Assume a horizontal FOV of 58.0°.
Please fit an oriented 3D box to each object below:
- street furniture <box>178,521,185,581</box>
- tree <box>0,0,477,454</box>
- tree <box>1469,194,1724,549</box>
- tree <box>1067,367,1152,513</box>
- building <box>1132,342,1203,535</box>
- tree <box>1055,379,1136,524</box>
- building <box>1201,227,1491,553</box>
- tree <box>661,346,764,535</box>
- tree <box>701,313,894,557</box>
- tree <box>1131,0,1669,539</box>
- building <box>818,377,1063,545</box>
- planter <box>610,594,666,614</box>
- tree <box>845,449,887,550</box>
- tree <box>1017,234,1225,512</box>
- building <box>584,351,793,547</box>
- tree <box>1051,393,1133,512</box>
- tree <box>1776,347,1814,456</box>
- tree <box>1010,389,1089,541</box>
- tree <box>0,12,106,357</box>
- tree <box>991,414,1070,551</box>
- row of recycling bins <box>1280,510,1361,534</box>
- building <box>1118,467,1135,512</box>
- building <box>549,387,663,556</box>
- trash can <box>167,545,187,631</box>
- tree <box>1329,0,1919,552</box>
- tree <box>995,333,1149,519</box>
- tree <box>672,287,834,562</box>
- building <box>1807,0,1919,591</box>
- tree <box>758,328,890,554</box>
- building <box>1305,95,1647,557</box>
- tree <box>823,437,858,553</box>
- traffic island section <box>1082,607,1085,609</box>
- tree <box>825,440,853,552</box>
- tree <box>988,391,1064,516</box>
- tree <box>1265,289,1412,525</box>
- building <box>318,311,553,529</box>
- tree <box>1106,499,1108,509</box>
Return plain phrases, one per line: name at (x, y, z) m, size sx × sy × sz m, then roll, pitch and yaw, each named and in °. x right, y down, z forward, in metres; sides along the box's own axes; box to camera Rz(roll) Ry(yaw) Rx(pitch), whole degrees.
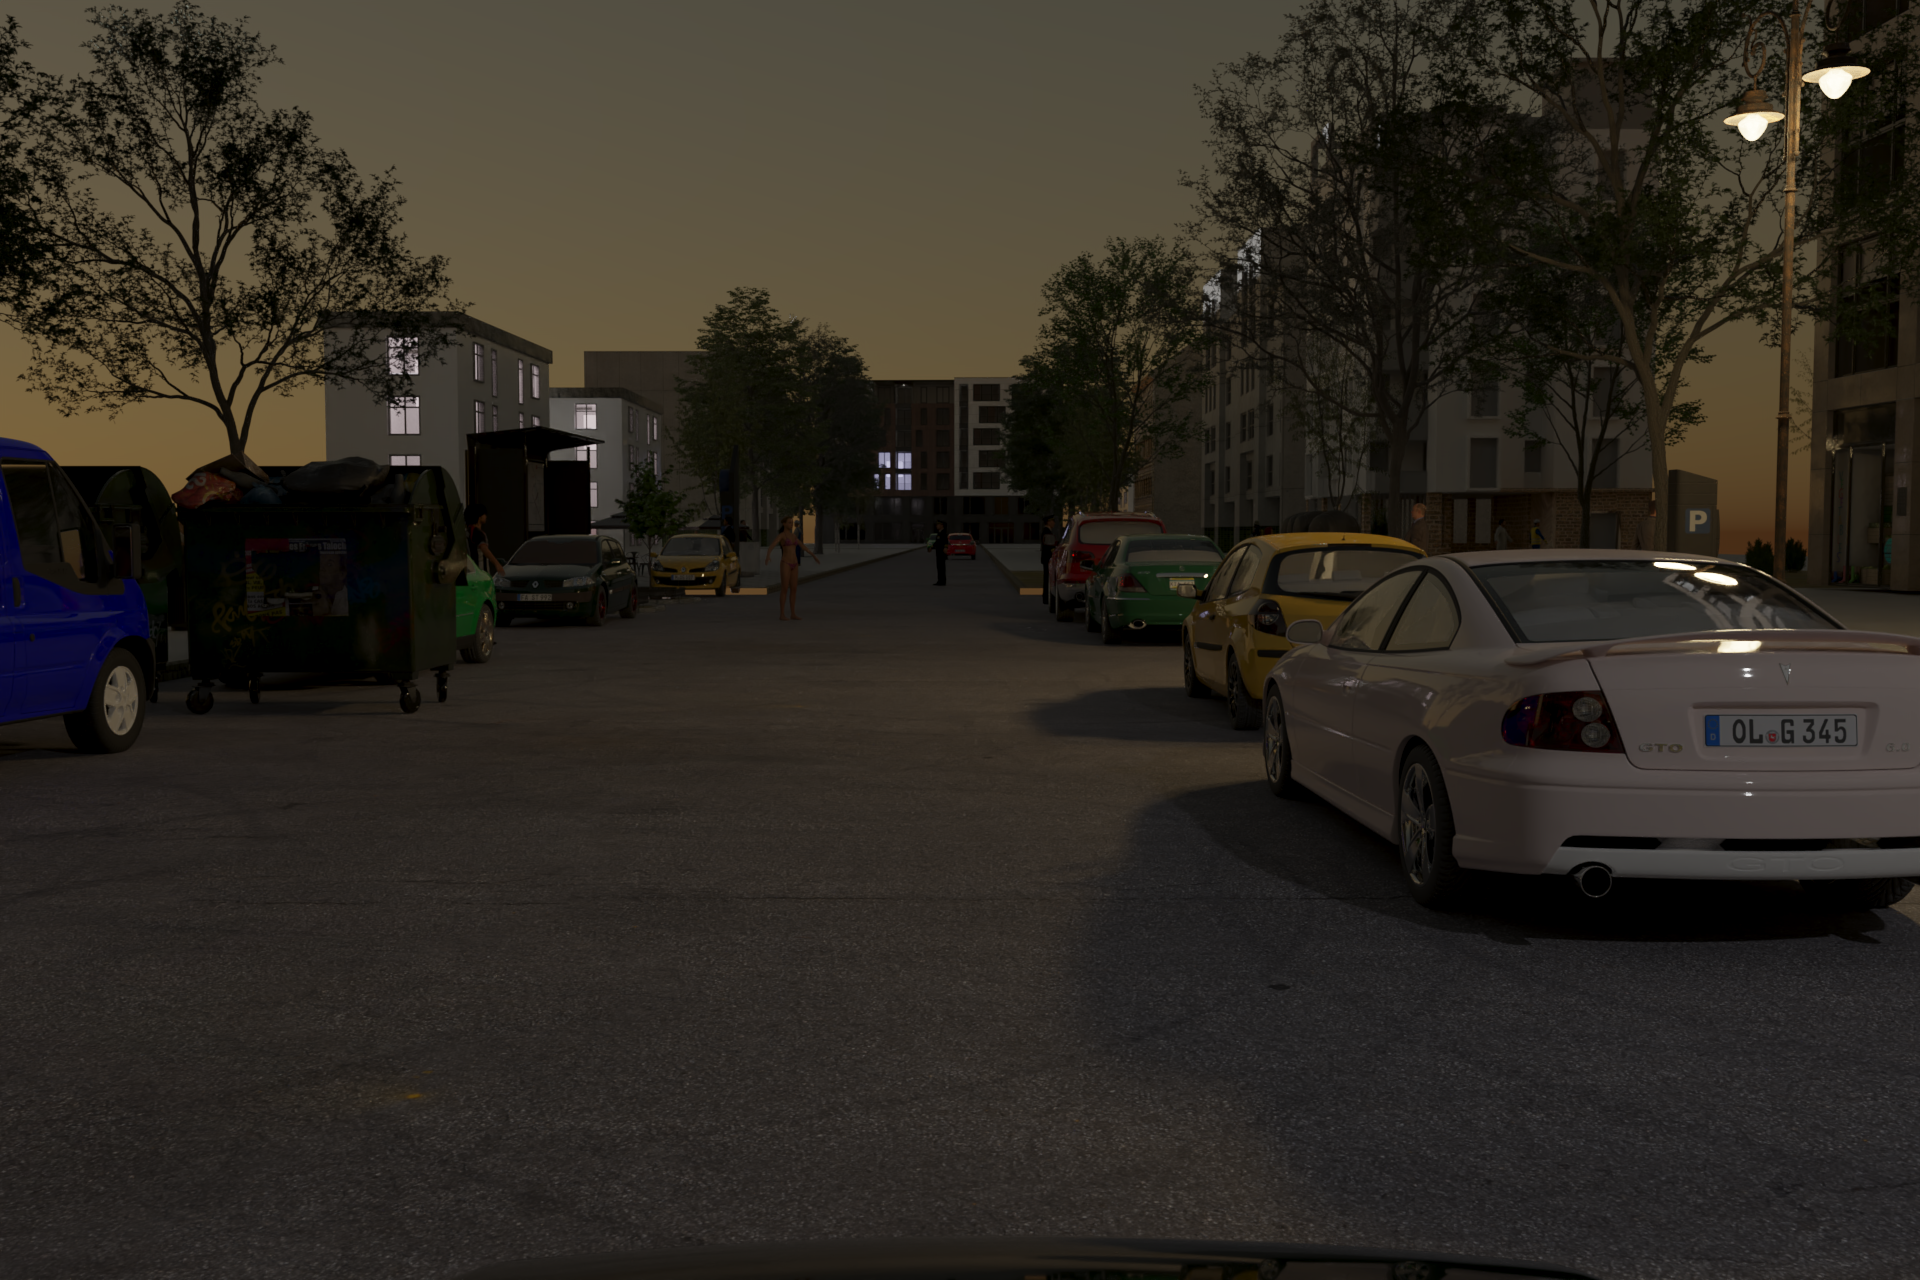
street furniture at (-21.407, -2.596, 49.293) m, size 9.812 × 1.723 × 11.010 m, roll 0°, pitch 4°, yaw -4°
tree at (-12.288, -5.815, 29.488) m, size 7.601 × 10.594 × 8.767 m, roll 3°, pitch 5°, yaw 43°
tree at (19.174, -7.774, 52.858) m, size 9.928 × 11.665 × 9.643 m, roll 0°, pitch 3°, yaw 0°
tree at (6.495, -7.751, 77.098) m, size 4.737 × 8.622 × 4.395 m, roll 0°, pitch 3°, yaw 0°
building at (27.420, -20.838, 171.635) m, size 19.493 × 23.208 × 18.063 m, roll 0°, pitch 3°, yaw 0°
tree at (6.304, -8.102, 82.835) m, size 4.737 × 8.622 × 4.395 m, roll 0°, pitch 3°, yaw 0°
building at (25.688, -14.803, 108.484) m, size 16.747 × 18.905 × 31.486 m, roll 0°, pitch 4°, yaw 0°
tree at (-9.570, -7.206, 68.177) m, size 4.737 × 8.622 × 4.395 m, roll 0°, pitch 3°, yaw 0°
tree at (-8.756, -11.329, 95.600) m, size 12.009 × 13.543 × 11.850 m, roll 0°, pitch 3°, yaw 0°
tree at (9.053, -7.670, 35.776) m, size 12.009 × 13.543 × 11.850 m, roll 0°, pitch 3°, yaw 0°
building at (-2.399, -23.952, 238.044) m, size 32.646 × 21.610 × 27.936 m, roll 0°, pitch 4°, yaw 2°
planter at (-6.537, -0.671, 32.110) m, size 1.991 × 0.319 × 1.994 m, roll 0°, pitch 4°, yaw 1°
tree at (-8.623, -11.786, 143.070) m, size 4.360 × 8.622 × 3.978 m, roll 0°, pitch 3°, yaw 0°
tree at (5.465, -8.225, 60.231) m, size 9.928 × 11.665 × 9.643 m, roll 0°, pitch 3°, yaw 0°
building at (-27.757, -19.370, 183.150) m, size 16.747 × 18.905 × 31.486 m, roll 0°, pitch 4°, yaw 0°
tree at (6.553, -8.439, 88.339) m, size 4.737 × 8.622 × 4.395 m, roll 0°, pitch 3°, yaw 0°
tree at (28.833, -6.414, 55.238) m, size 4.360 × 8.622 × 3.978 m, roll 0°, pitch 3°, yaw 0°
tree at (6.958, -11.786, 118.457) m, size 9.928 × 11.665 × 9.643 m, roll 0°, pitch 3°, yaw 0°
tree at (-12.477, -5.076, 17.413) m, size 7.601 × 10.594 × 8.767 m, roll 0°, pitch 3°, yaw 0°
tree at (6.325, -12.421, 128.847) m, size 9.928 × 11.665 × 9.643 m, roll 0°, pitch 3°, yaw 0°
row of recycling bins at (6.436, -1.479, 31.294) m, size 1.069 × 1.692 × 3.534 m, roll 0°, pitch 4°, yaw 0°
building at (24.851, -16.419, 210.603) m, size 9.099 × 9.664 × 28.070 m, roll 0°, pitch 3°, yaw 0°
building at (-23.926, -10.463, 113.213) m, size 9.099 × 9.664 × 28.070 m, roll 0°, pitch 4°, yaw -1°
trash can at (-10.272, -0.698, 23.059) m, size 0.748 × 1.137 × 0.748 m, roll 0°, pitch 3°, yaw 0°
tree at (9.036, -5.355, 21.962) m, size 8.767 × 10.594 × 7.601 m, roll 1°, pitch 4°, yaw 10°
tree at (6.801, -12.138, 105.103) m, size 9.857 × 13.997 × 8.962 m, roll 0°, pitch 3°, yaw 0°
tree at (-9.903, -9.918, 80.283) m, size 7.486 × 12.596 × 7.792 m, roll 0°, pitch 3°, yaw 0°
building at (29.251, -13.423, 22.662) m, size 19.351 × 26.588 × 34.151 m, roll 0°, pitch 4°, yaw 1°
tree at (-8.961, -12.389, 109.207) m, size 9.857 × 13.997 × 8.962 m, roll 0°, pitch 3°, yaw 0°
building at (21.563, -13.744, 81.133) m, size 16.016 × 20.090 × 11.380 m, roll 0°, pitch 4°, yaw 0°
tree at (-8.224, -10.336, 119.362) m, size 4.360 × 8.622 × 3.978 m, roll 0°, pitch 3°, yaw 0°
traffic island section at (3.238, -0.678, 33.944) m, size 1.991 × 0.108 × 1.994 m, roll 0°, pitch 4°, yaw 1°
tree at (-9.231, -10.756, 126.215) m, size 4.737 × 8.622 × 4.395 m, roll 0°, pitch 3°, yaw 0°
tree at (7.127, -14.080, 140.571) m, size 12.009 × 13.543 × 11.850 m, roll 0°, pitch 3°, yaw 0°
tree at (10.649, -6.017, 48.739) m, size 4.360 × 8.622 × 3.978 m, roll 0°, pitch 3°, yaw 0°
building at (-23.172, -8.397, 79.438) m, size 9.099 × 9.664 × 28.070 m, roll 0°, pitch 4°, yaw 1°
tree at (21.366, -17.188, 231.385) m, size 4.360 × 8.622 × 3.978 m, roll 0°, pitch 3°, yaw 0°
